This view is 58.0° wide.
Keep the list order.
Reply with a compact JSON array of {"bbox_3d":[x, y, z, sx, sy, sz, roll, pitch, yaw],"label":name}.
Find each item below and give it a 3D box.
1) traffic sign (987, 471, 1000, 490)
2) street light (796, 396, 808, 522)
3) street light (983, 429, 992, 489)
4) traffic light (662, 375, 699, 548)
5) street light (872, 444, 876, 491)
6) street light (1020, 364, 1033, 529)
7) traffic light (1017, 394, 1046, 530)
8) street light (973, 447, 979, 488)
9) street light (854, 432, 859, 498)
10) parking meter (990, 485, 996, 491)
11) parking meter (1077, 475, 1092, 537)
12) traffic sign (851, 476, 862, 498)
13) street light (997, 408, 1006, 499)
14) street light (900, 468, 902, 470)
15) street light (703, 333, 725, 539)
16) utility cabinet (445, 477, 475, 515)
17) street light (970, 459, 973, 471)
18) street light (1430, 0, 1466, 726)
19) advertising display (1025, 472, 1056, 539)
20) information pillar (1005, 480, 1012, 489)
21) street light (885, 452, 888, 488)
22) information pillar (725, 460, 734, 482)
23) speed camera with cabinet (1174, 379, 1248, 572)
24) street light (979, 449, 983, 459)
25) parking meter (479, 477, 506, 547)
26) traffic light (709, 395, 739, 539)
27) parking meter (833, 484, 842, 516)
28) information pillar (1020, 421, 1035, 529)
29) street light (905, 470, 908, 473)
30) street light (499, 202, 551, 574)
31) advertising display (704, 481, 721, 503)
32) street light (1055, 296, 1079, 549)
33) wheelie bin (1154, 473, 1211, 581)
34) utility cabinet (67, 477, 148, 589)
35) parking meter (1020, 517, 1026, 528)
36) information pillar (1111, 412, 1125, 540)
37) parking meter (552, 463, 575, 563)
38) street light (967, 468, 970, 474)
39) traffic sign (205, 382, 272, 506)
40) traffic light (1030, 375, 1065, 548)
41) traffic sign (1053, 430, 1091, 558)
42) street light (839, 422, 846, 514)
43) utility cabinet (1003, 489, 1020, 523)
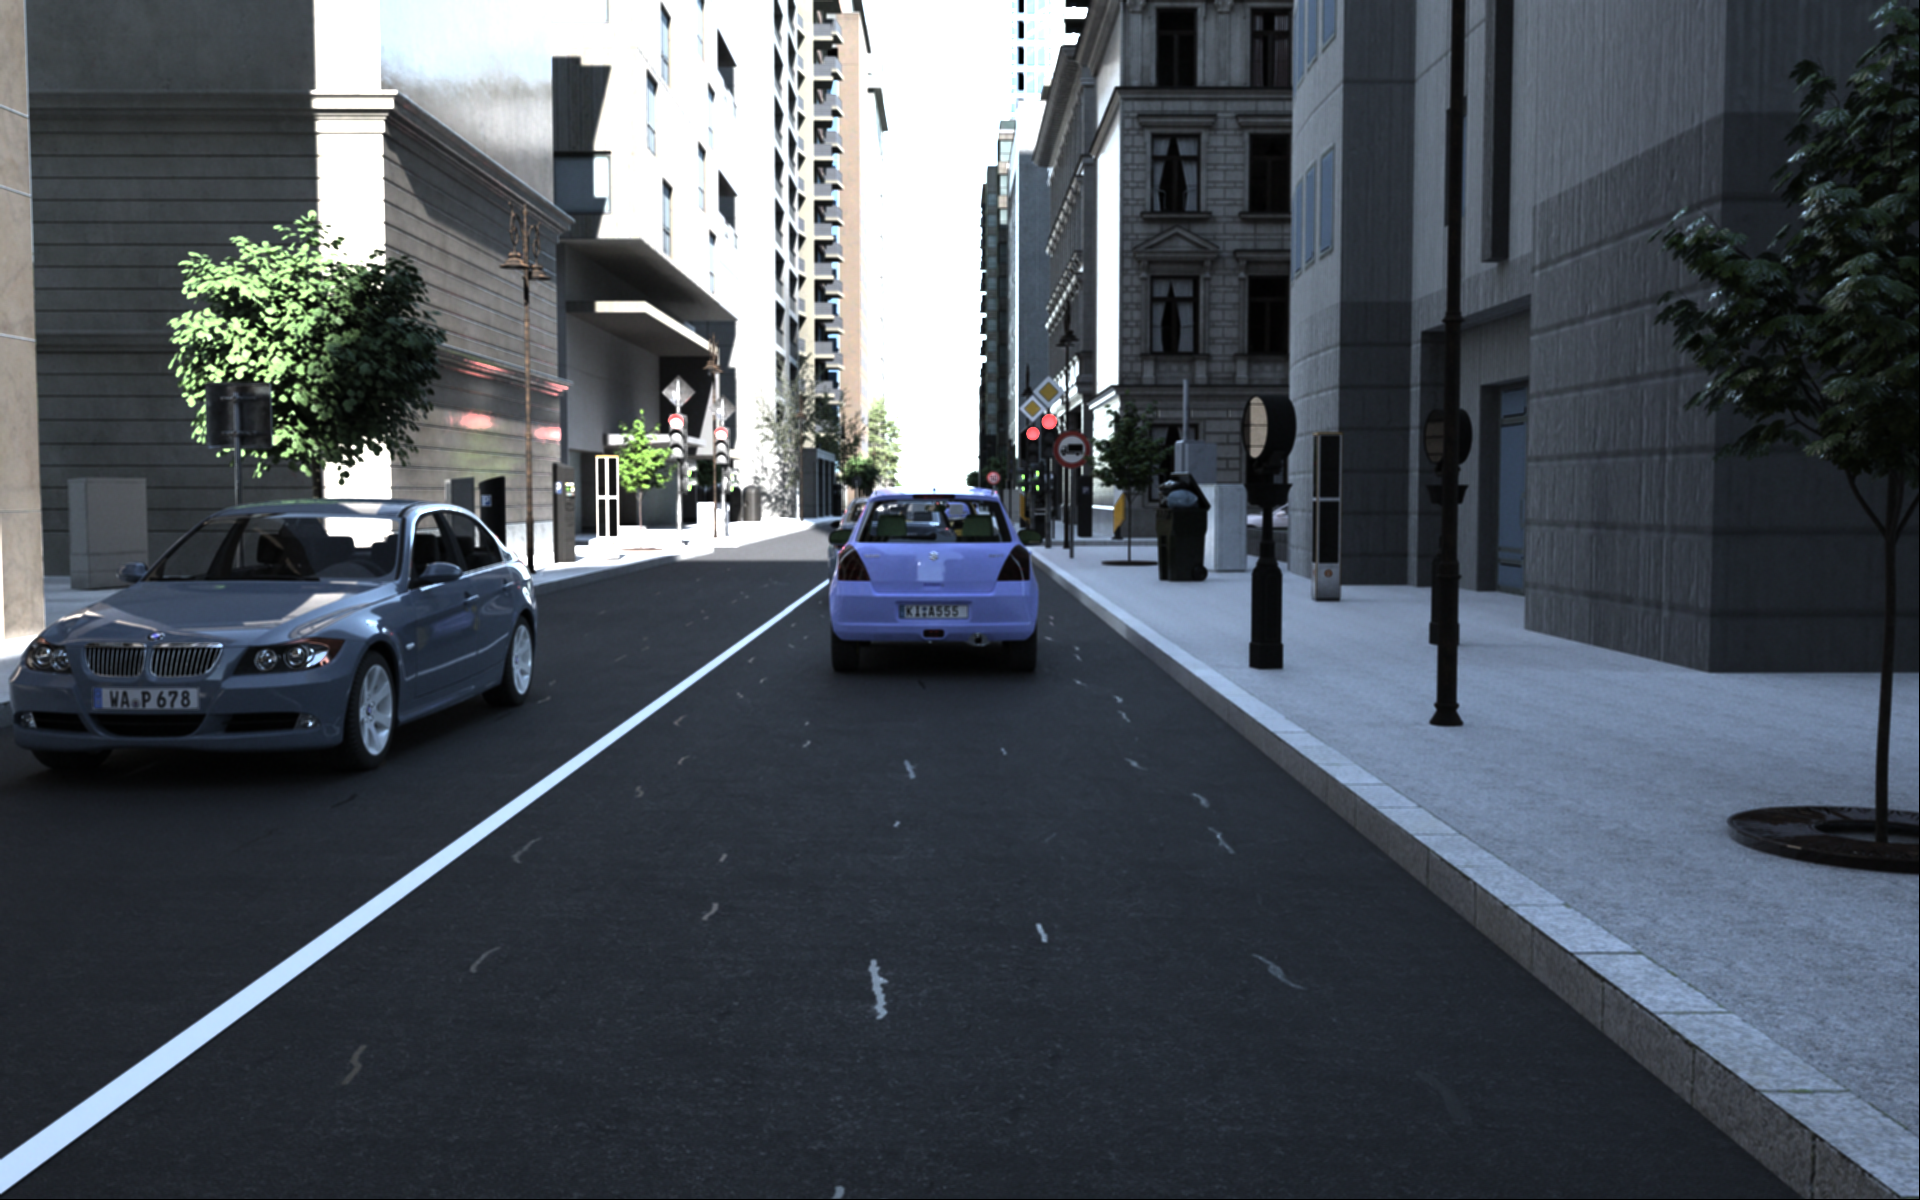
[{"bbox_3d":[1.867,-5.881,96.267,0.768,2.556,0.104,0,4,5],"label":"traffic sign"},{"bbox_3d":[-7.363,-6.585,80.450,0.468,5.910,1.993,0,4,0],"label":"street light"},{"bbox_3d":[2.087,-9.200,123.203,0.468,5.910,1.993,0,4,0],"label":"street light"},{"bbox_3d":[-6.635,-3.184,40.982,0.839,4.253,0.868,0,4,0],"label":"traffic light"},{"bbox_3d":[-7.723,-11.224,156.306,0.468,5.910,1.993,0,4,0],"label":"street light"},{"bbox_3d":[2.400,-5.435,61.655,0.468,5.910,1.993,0,4,0],"label":"street light"},{"bbox_3d":[2.030,-3.677,49.034,0.839,4.253,0.868,0,4,0],"label":"traffic light"},{"bbox_3d":[1.801,-12.055,169.892,0.468,5.910,1.993,0,4,0],"label":"street light"},{"bbox_3d":[-7.588,-9.356,125.764,0.468,5.910,1.993,0,4,0],"label":"street light"},{"bbox_3d":[1.890,-5.714,99.138,0.255,1.863,0.399,2,4,26],"label":"parking meter"},{"bbox_3d":[3.727,-2.847,52.254,0.255,1.863,0.399,2,4,28],"label":"parking meter"},{"bbox_3d":[-7.235,-7.417,121.379,0.768,2.556,0.104,0,4,5],"label":"traffic sign"},{"bbox_3d":[2.214,-7.335,92.709,0.468,5.910,1.993,0,4,0],"label":"street light"},{"bbox_3d":[-8.182,-16.336,239.872,0.468,5.910,1.993,0,4,0],"label":"street light"},{"bbox_3d":[-7.060,-4.711,49.807,0.468,5.910,1.993,0,4,0],"label":"street light"},{"bbox_3d":[-6.651,-0.876,22.996,0.318,1.500,1.173,-1,4,-20],"label":"utility cabinet"},{"bbox_3d":[1.652,-13.920,200.386,0.468,5.910,1.993,0,4,0],"label":"street light"},{"bbox_3d":[2.711,-2.244,9.474,0.468,5.910,1.993,0,4,0],"label":"street light"},{"bbox_3d":[2.319,-2.736,49.945,0.974,1.923,0.123,2,4,31],"label":"advertising display"},{"bbox_3d":[2.482,-5.114,88.101,0.304,2.012,0.304,-1,4,-8],"label":"information pillar"},{"bbox_3d":[-7.965,-13.091,186.817,0.468,5.910,1.993,0,4,0],"label":"street light"},{"bbox_3d":[-10.792,-5.463,80.678,0.504,3.616,0.183,1,4,13],"label":"information pillar"},{"bbox_3d":[4.236,-2.140,29.326,0.660,3.252,2.038,-1,4,-13],"label":"speed camera with cabinet"},{"bbox_3d":[1.952,-10.184,139.292,0.468,5.910,1.993,0,4,0],"label":"street light"},{"bbox_3d":[-6.770,-1.020,25.082,0.372,1.533,0.369,0,3,0],"label":"parking meter"},{"bbox_3d":[-6.681,-3.673,48.967,0.839,4.253,0.868,0,4,0],"label":"traffic light"},{"bbox_3d":[-7.159,-5.796,100.472,0.399,1.863,0.255,1,4,16],"label":"parking meter"},{"bbox_3d":[2.151,-3.892,54.986,0.504,3.616,0.183,-1,4,-9],"label":"information pillar"},{"bbox_3d":[-8.418,-18.221,270.703,0.468,5.910,1.993,0,4,0],"label":"street light"},{"bbox_3d":[-6.933,-3.364,27.787,0.468,5.910,1.993,0,4,0],"label":"street light"},{"bbox_3d":[-12.594,-5.089,88.419,0.974,1.923,0.123,0,4,7],"label":"advertising display"},{"bbox_3d":[2.508,-4.147,40.593,0.468,5.910,1.993,0,4,0],"label":"street light"},{"bbox_3d":[3.273,-1.083,25.614,0.693,1.594,0.980,-1,4,-19],"label":"wheelie bin"},{"bbox_3d":[-11.597,-0.912,23.585,0.318,1.500,1.173,1,4,12],"label":"utility cabinet"},{"bbox_3d":[2.421,-3.683,65.924,0.255,1.863,0.399,0,4,-3],"label":"parking meter"},{"bbox_3d":[4.472,-3.502,48.612,0.183,3.616,0.504,-2,4,-27],"label":"information pillar"},{"bbox_3d":[-7.368,-1.622,32.233,0.399,1.863,0.255,3,4,38],"label":"parking meter"},{"bbox_3d":[1.489,-15.193,221.189,0.468,5.910,1.993,0,4,0],"label":"street light"},{"bbox_3d":[-6.608,-0.841,15.888,0.606,2.300,0.079,0,4,2],"label":"traffic sign"},{"bbox_3d":[2.076,-3.188,41.049,0.839,4.253,0.868,0,4,0],"label":"traffic light"},{"bbox_3d":[2.238,-2.111,34.626,0.768,2.556,0.104,1,4,9],"label":"traffic sign"},{"bbox_3d":[-7.458,-8.450,110.945,0.468,5.910,1.993,0,4,0],"label":"street light"},{"bbox_3d":[2.533,-4.177,76.979,1.173,1.500,0.318,1,4,20],"label":"utility cabinet"}]
